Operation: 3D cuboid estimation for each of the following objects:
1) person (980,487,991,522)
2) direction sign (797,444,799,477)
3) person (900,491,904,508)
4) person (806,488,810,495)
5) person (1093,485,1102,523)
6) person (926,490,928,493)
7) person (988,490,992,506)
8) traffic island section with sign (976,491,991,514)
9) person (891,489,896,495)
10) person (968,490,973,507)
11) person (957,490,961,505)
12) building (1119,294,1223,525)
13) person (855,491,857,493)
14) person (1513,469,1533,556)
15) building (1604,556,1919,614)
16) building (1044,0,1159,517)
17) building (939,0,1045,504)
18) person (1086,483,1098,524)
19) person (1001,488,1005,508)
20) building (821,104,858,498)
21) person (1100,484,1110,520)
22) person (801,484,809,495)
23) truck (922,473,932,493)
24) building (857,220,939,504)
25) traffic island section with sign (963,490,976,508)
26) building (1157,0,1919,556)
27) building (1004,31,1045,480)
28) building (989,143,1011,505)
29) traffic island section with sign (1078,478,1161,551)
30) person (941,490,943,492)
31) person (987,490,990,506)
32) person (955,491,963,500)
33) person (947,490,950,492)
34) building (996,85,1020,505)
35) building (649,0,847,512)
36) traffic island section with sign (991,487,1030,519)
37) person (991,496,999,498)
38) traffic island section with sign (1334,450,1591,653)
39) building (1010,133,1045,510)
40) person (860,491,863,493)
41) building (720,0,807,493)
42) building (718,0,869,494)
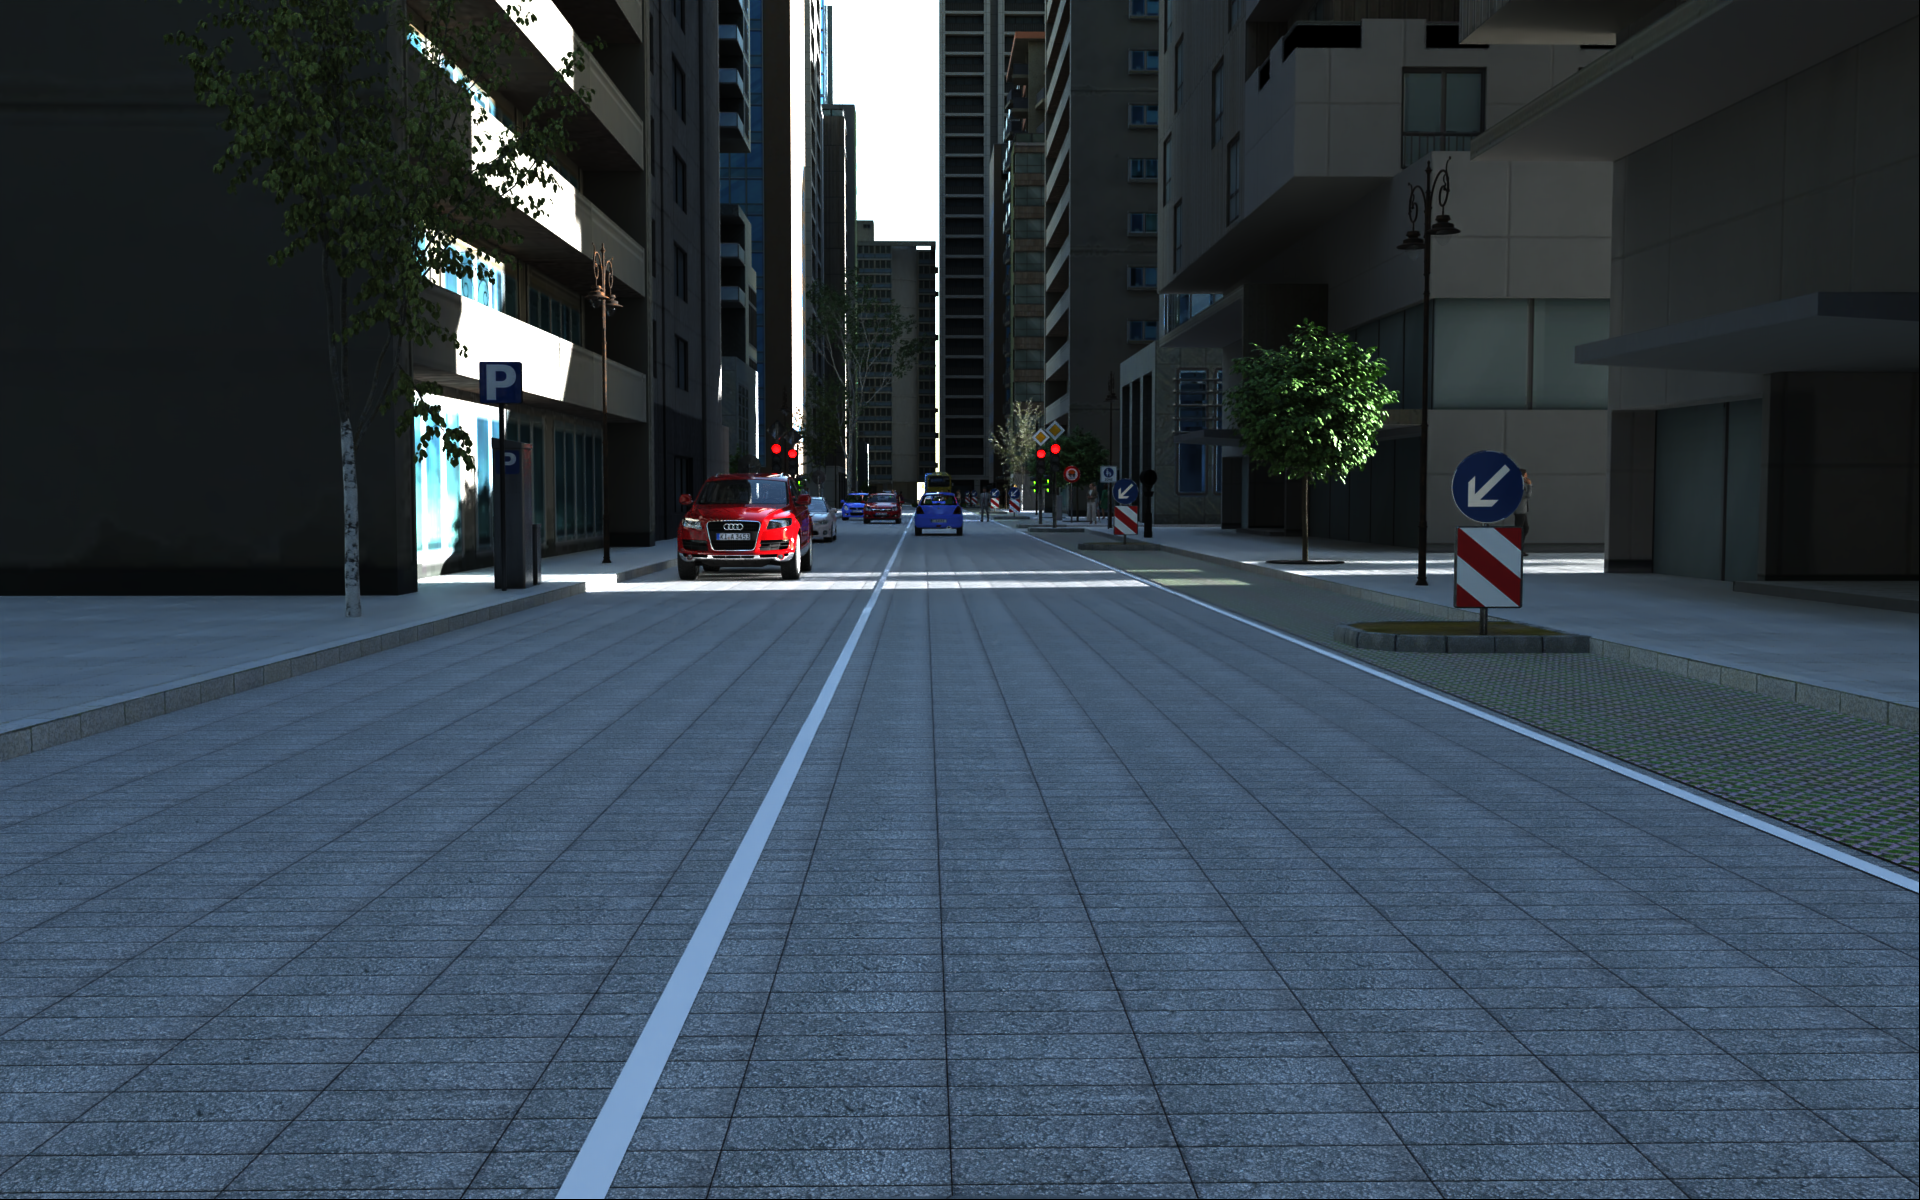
[{"bbox_3d":[1.293,-4.912,89.092,0.678,1.792,0.850,1,4,20],"label":"person"},{"bbox_3d":[-7.355,-5.293,78.533,0.379,3.537,0.876,0,4,-2],"label":"direction sign"},{"bbox_3d":[-6.166,-10.718,184.428,0.721,1.739,1.217,-1,4,-20],"label":"person"},{"bbox_3d":[-12.054,-7.969,136.598,0.793,1.790,0.793,-3,5,-41],"label":"person"},{"bbox_3d":[6.061,-4.339,77.991,0.512,1.701,0.522,-1,4,-19],"label":"person"},{"bbox_3d":[-2.779,-8.446,146.939,0.374,1.781,0.599,3,5,40],"label":"person"},{"bbox_3d":[3.190,-10.714,181.748,0.617,1.759,0.750,2,4,34],"label":"person"},{"bbox_3d":[2.381,-7.144,125.426,1.989,1.847,2.006,0,4,-1],"label":"traffic island section with sign"},{"bbox_3d":[-5.272,-7.764,135.445,0.555,1.821,0.388,-1,4,-20],"label":"person"},{"bbox_3d":[1.240,-10.903,186.782,0.705,1.822,1.348,3,4,36],"label":"person"},{"bbox_3d":[-0.095,-7.995,139.552,0.374,1.781,0.599,1,4,8],"label":"person"},{"bbox_3d":[23.441,-47.040,81.780,31.000,86.520,22.319,0,4,-1],"label":"building"},{"bbox_3d":[-9.004,-8.728,148.662,0.836,1.842,0.656,2,4,27],"label":"person"},{"bbox_3d":[11.615,-1.810,35.816,0.473,1.802,0.592,2,4,26],"label":"person"},{"bbox_3d":[21.833,-26.020,14.663,28.713,52.752,27.495,0,4,-1],"label":"building"},{"bbox_3d":[16.652,-29.615,107.906,21.300,48.544,21.600,0,4,-1],"label":"building"},{"bbox_3d":[7.339,-49.207,242.791,20.611,71.187,20.563,0,4,-1],"label":"building"},{"bbox_3d":[5.588,-4.111,73.803,0.519,1.759,0.362,2,4,32],"label":"person"},{"bbox_3d":[4.044,-9.676,163.884,0.705,1.869,1.348,0,4,-2],"label":"person"},{"bbox_3d":[-17.742,-30.139,176.359,14.154,41.232,14.086,0,4,-1],"label":"building"},{"bbox_3d":[7.270,-4.898,86.372,0.600,1.795,0.529,-3,5,-42],"label":"person"},{"bbox_3d":[-8.132,-5.174,90.822,0.466,1.800,0.511,-1,4,-9],"label":"person"},{"bbox_3d":[-3.020,-13.814,215.624,2.967,4.110,18.799,0,4,-3],"label":"truck"},{"bbox_3d":[-15.064,-34.038,248.396,23.993,40.220,32.217,0,4,-1],"label":"building"},{"bbox_3d":[1.328,-10.229,175.871,1.989,1.847,2.006,0,4,-1],"label":"traffic island section with sign"},{"bbox_3d":[20.918,-28.186,50.080,28.713,52.752,27.495,0,4,-1],"label":"building"},{"bbox_3d":[15.591,-31.180,164.413,22.147,44.769,28.867,0,4,-1],"label":"building"},{"bbox_3d":[10.830,-34.638,216.445,14.600,45.320,14.200,0,4,-1],"label":"building"},{"bbox_3d":[4.066,-2.199,44.587,1.989,1.847,2.006,0,4,-1],"label":"traffic island section with sign"},{"bbox_3d":[-1.627,-8.179,142.899,0.598,1.740,0.731,0,4,8],"label":"person"},{"bbox_3d":[3.136,-11.085,187.990,0.721,1.736,1.217,-2,4,-30],"label":"person"},{"bbox_3d":[-0.271,-8.996,156.408,1.217,1.723,0.721,2,4,25],"label":"person"},{"bbox_3d":[-1.039,-8.670,150.213,0.705,1.831,1.348,-1,4,-10],"label":"person"},{"bbox_3d":[16.264,-35.125,193.909,23.786,49.044,30.456,0,4,-1],"label":"building"},{"bbox_3d":[-20.948,-44.012,157.844,20.563,71.187,20.611,0,4,-1],"label":"building"},{"bbox_3d":[2.941,-5.487,98.334,1.989,1.847,2.006,0,4,-1],"label":"traffic island section with sign"},{"bbox_3d":[3.490,-10.057,170.438,0.705,1.831,1.348,-2,4,-29],"label":"person"},{"bbox_3d":[4.647,-0.477,16.430,1.989,1.847,2.006,0,4,-1],"label":"traffic island section with sign"},{"bbox_3d":[11.058,-22.636,141.798,14.160,30.474,14.107,0,4,-1],"label":"building"},{"bbox_3d":[-10.059,-10.234,174.839,0.593,1.643,0.415,0,4,3],"label":"person"},{"bbox_3d":[-18.649,-29.103,125.943,14.600,45.320,14.200,0,4,-1],"label":"building"},{"bbox_3d":[-27.118,-54.905,210.370,31.000,86.520,22.319,0,4,-1],"label":"building"}]
